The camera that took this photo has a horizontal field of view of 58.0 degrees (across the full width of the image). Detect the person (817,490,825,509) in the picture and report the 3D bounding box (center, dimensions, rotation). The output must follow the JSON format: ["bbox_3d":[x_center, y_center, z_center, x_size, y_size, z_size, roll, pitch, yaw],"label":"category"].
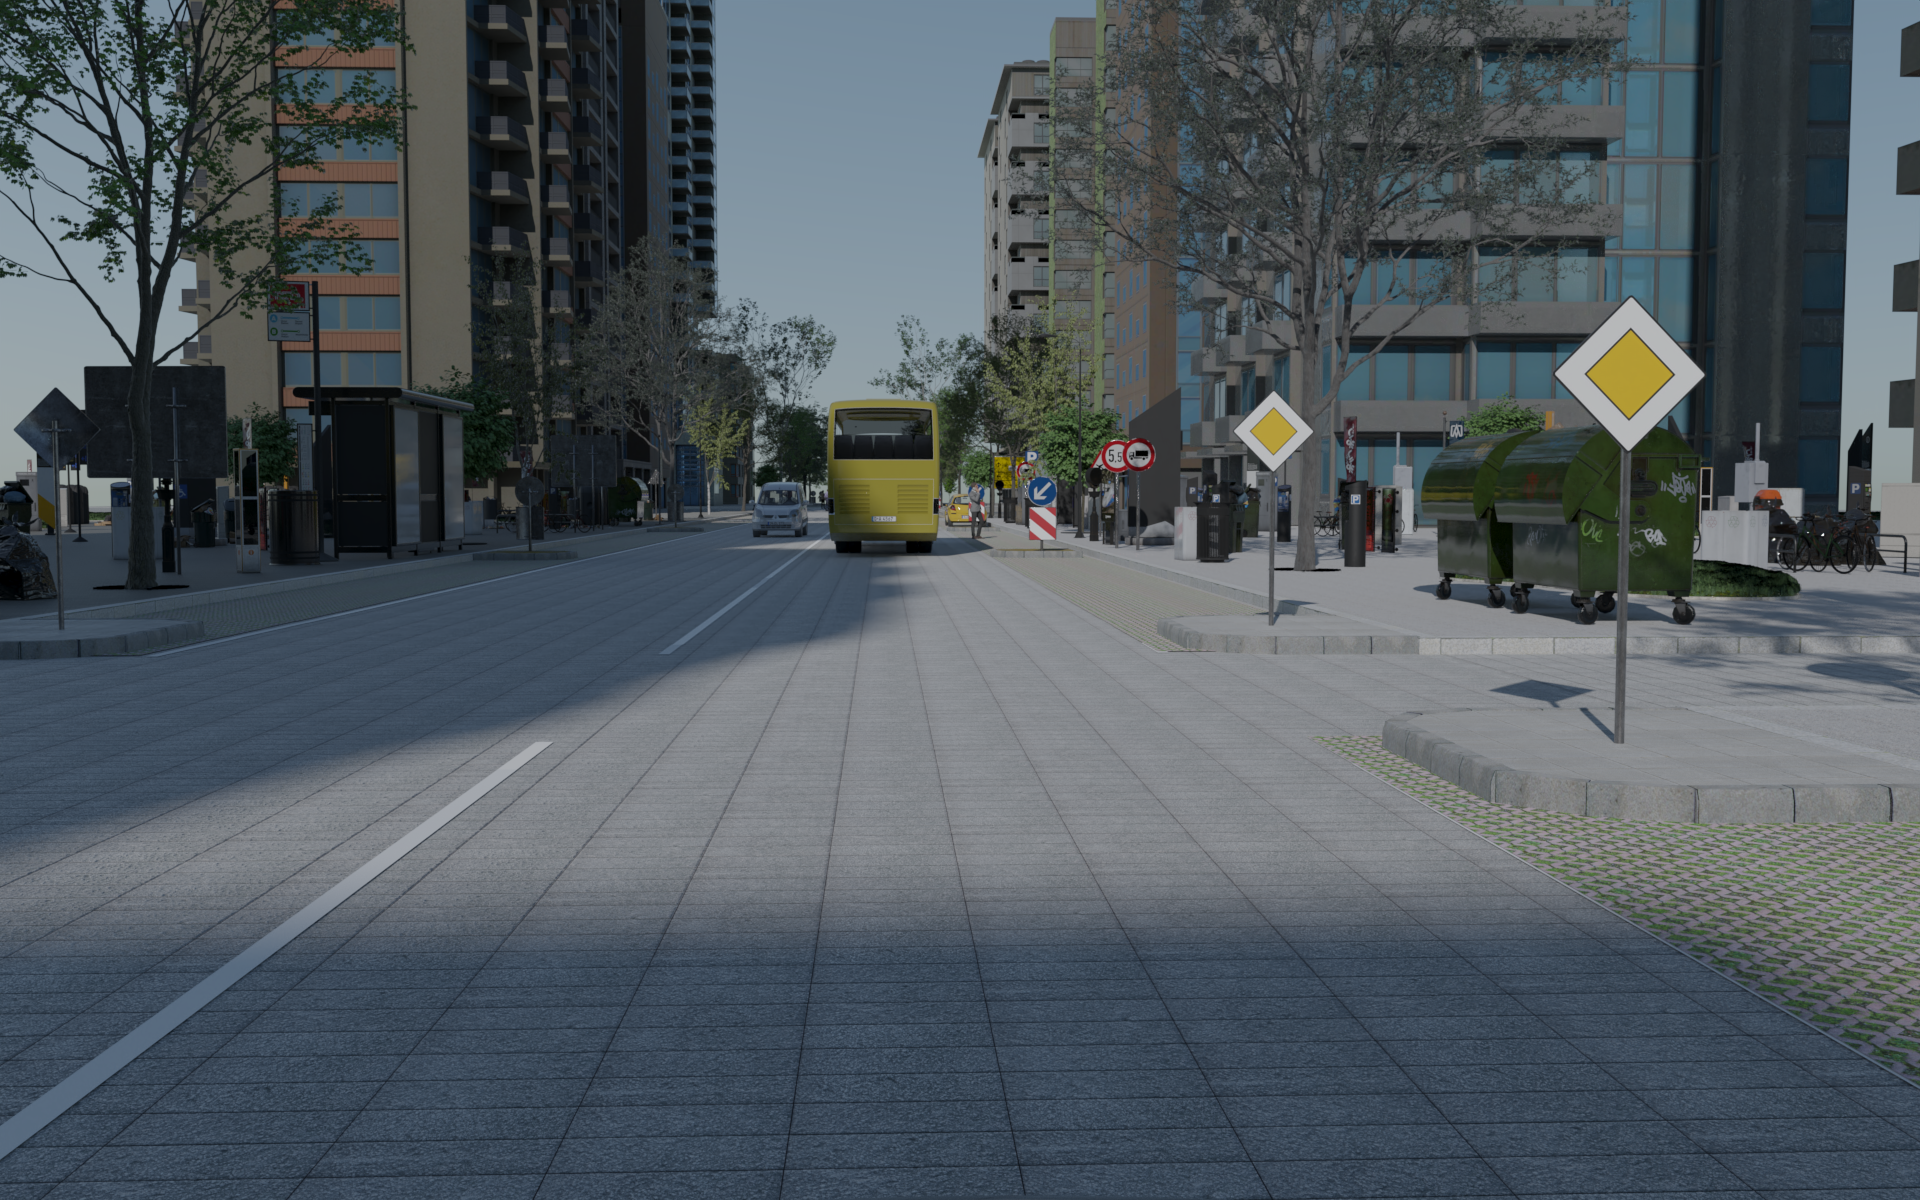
[{"bbox_3d":[-13.243,-9.739,167.742,1.348,1.823,0.705,2,4,23],"label":"person"}]

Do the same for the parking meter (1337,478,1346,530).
[{"bbox_3d":[13.650,-3.421,61.638,0.399,1.863,0.255,2,4,31],"label":"parking meter"}]

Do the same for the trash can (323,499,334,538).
[{"bbox_3d":[-18.422,-2.376,50.505,0.748,1.137,0.748,0,3,0],"label":"trash can"}]

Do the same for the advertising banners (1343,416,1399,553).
[{"bbox_3d":[9.094,-2.585,38.454,0.090,3.025,2.074,-1,4,-22],"label":"advertising banners"}]

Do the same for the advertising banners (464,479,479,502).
[{"bbox_3d":[-17.562,-3.982,61.288,0.090,3.025,2.074,1,4,19],"label":"advertising banners"}]

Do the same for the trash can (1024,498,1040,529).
[{"bbox_3d":[2.719,-3.229,64.451,0.748,1.137,0.748,0,3,0],"label":"trash can"}]

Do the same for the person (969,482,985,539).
[{"bbox_3d":[0.537,-2.834,55.017,0.473,1.802,0.592,3,5,39],"label":"person"}]

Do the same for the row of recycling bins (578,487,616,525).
[{"bbox_3d":[-15.115,-3.992,72.375,1.069,1.692,3.534,0,4,2],"label":"row of recycling bins"}]

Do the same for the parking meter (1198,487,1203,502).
[{"bbox_3d":[8.530,-3.275,61.955,0.372,1.533,0.369,0,3,0],"label":"parking meter"}]

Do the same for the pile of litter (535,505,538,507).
[{"bbox_3d":[-18.703,-3.786,75.858,1.719,0.858,1.176,-1,4,-15],"label":"pile of litter"}]

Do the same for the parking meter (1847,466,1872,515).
[{"bbox_3d":[18.840,-1.870,36.287,0.255,1.863,0.399,-2,4,-30],"label":"parking meter"}]

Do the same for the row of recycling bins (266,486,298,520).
[{"bbox_3d":[-33.757,-4.846,86.337,1.069,1.692,3.534,0,4,4],"label":"row of recycling bins"}]

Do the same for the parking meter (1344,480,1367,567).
[{"bbox_3d":[6.962,-1.350,30.489,0.372,1.533,0.369,0,3,0],"label":"parking meter"}]

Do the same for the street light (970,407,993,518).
[{"bbox_3d":[1.082,-7.283,91.614,1.470,5.913,1.316,0,4,-3],"label":"street light"}]

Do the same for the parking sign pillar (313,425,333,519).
[{"bbox_3d":[-24.706,-4.786,66.718,1.447,3.967,1.447,1,4,9],"label":"parking sign pillar"}]

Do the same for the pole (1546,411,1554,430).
[{"bbox_3d":[14.524,-2.989,42.721,0.158,3.312,0.155,0,3,0],"label":"pole"}]

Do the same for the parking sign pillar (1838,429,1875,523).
[{"bbox_3d":[37.526,-5.134,72.420,1.447,3.967,1.447,1,4,9],"label":"parking sign pillar"}]

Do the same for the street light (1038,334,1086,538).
[{"bbox_3d":[2.944,-4.755,50.280,1.470,5.913,1.316,0,4,-3],"label":"street light"}]

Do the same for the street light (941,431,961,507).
[{"bbox_3d":[-0.528,-9.467,127.322,1.470,5.913,1.316,0,4,-3],"label":"street light"}]

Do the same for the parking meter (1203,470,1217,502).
[{"bbox_3d":[6.093,-2.233,42.226,0.255,1.863,0.399,-1,4,-13],"label":"parking meter"}]

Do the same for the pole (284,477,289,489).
[{"bbox_3d":[-32.080,-5.422,82.486,0.158,3.312,0.155,0,3,0],"label":"pole"}]

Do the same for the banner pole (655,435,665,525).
[{"bbox_3d":[-12.626,-5.078,73.036,0.401,3.779,0.863,0,4,2],"label":"banner pole"}]

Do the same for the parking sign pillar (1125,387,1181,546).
[{"bbox_3d":[4.902,-3.381,43.758,1.447,3.967,1.447,0,4,1],"label":"parking sign pillar"}]

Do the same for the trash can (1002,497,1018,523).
[{"bbox_3d":[2.215,-3.939,76.057,0.748,1.137,0.748,0,3,0],"label":"trash can"}]

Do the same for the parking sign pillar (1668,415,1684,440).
[{"bbox_3d":[24.141,-4.302,58.814,1.447,3.967,1.447,0,4,5],"label":"parking sign pillar"}]

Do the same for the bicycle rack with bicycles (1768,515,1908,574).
[{"bbox_3d":[14.356,-0.946,28.843,2.852,0.926,2.925,0,4,3],"label":"bicycle rack with bicycles"}]

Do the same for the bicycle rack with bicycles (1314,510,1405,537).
[{"bbox_3d":[11.621,-2.387,52.405,2.925,0.926,2.852,3,5,39],"label":"bicycle rack with bicycles"}]

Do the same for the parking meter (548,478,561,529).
[{"bbox_3d":[-14.815,-3.524,63.327,0.399,1.863,0.255,1,4,10],"label":"parking meter"}]

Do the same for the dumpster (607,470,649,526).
[{"bbox_3d":[-13.350,-4.088,69.326,1.502,2.255,1.985,0,4,-2],"label":"dumpster"}]

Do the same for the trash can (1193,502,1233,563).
[{"bbox_3d":[4.728,-1.269,32.404,0.748,1.137,0.748,0,3,0],"label":"trash can"}]

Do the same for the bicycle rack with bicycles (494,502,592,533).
[{"bbox_3d":[-13.990,-2.673,57.087,2.925,0.926,2.852,2,4,32],"label":"bicycle rack with bicycles"}]

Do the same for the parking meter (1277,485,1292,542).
[{"bbox_3d":[8.658,-2.314,46.248,0.372,1.533,0.369,0,3,0],"label":"parking meter"}]

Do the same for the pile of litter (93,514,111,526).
[{"bbox_3d":[-34.523,-3.470,70.697,1.719,0.858,1.176,1,4,20],"label":"pile of litter"}]

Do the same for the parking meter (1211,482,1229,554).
[{"bbox_3d":[5.457,-1.709,36.353,0.372,1.533,0.369,0,3,0],"label":"parking meter"}]

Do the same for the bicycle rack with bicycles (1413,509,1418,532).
[{"bbox_3d":[14.449,-2.831,59.666,2.852,0.926,2.925,0,4,7],"label":"bicycle rack with bicycles"}]

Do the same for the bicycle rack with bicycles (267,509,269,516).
[{"bbox_3d":[-29.247,-3.880,76.816,2.852,0.926,2.925,2,4,32],"label":"bicycle rack with bicycles"}]

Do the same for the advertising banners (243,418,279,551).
[{"bbox_3d":[-15.861,-2.639,39.338,0.090,3.025,2.074,-3,5,-43],"label":"advertising banners"}]

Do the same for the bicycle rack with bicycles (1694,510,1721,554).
[{"bbox_3d":[16.295,-1.523,38.286,2.852,0.926,2.925,1,4,19],"label":"bicycle rack with bicycles"}]

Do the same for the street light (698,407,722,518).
[{"bbox_3d":[-13.370,-7.355,92.800,1.470,5.913,1.316,0,4,-3],"label":"street light"}]

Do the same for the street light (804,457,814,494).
[{"bbox_3d":[-19.001,-14.984,217.527,1.470,5.913,1.316,0,4,-3],"label":"street light"}]

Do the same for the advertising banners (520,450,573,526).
[{"bbox_3d":[-16.611,-4.484,69.507,2.074,3.025,0.090,-1,4,-22],"label":"advertising banners"}]

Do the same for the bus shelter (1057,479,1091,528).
[{"bbox_3d":[4.640,-4.724,68.520,1.731,3.624,6.357,0,4,-3],"label":"bus shelter"}]

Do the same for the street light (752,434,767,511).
[{"bbox_3d":[-15.358,-9.858,133.715,1.470,5.913,1.316,0,4,-3],"label":"street light"}]

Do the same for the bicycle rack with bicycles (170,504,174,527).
[{"bbox_3d":[-29.072,-3.161,65.071,2.925,0.926,2.852,-3,5,-44],"label":"bicycle rack with bicycles"}]

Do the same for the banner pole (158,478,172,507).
[{"bbox_3d":[-23.026,-3.674,50.089,0.863,3.779,0.401,2,4,35],"label":"banner pole"}]

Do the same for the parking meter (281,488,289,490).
[{"bbox_3d":[-27.617,-3.825,70.955,0.372,1.533,0.369,0,3,0],"label":"parking meter"}]

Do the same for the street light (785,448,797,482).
[{"bbox_3d":[-17.150,-12.434,175.841,1.470,5.913,1.316,0,4,-3],"label":"street light"}]

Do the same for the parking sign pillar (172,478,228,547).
[{"bbox_3d":[-18.984,-3.330,42.923,1.447,3.967,1.447,0,4,6],"label":"parking sign pillar"}]

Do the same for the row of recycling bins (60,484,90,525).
[{"bbox_3d":[-37.868,-4.052,73.356,1.069,1.692,3.534,0,4,-5],"label":"row of recycling bins"}]

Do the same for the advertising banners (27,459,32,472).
[{"bbox_3d":[-47.491,-5.604,87.818,2.074,3.025,0.090,3,4,39],"label":"advertising banners"}]

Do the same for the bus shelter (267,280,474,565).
[{"bbox_3d":[-12.024,-3.527,35.303,2.179,5.291,8.768,0,4,-3],"label":"bus shelter"}]

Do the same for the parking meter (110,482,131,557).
[{"bbox_3d":[-17.076,-1.642,35.261,0.372,1.533,0.369,0,3,0],"label":"parking meter"}]

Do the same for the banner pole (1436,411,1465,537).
[{"bbox_3d":[14.753,-3.794,52.042,0.863,3.779,0.401,3,5,41],"label":"banner pole"}]

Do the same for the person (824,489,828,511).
[{"bbox_3d":[-10.933,-8.308,144.200,0.599,1.838,0.709,-3,5,-43],"label":"person"}]

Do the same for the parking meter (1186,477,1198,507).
[{"bbox_3d":[7.725,-3.182,57.730,0.399,1.863,0.255,0,4,5],"label":"parking meter"}]
